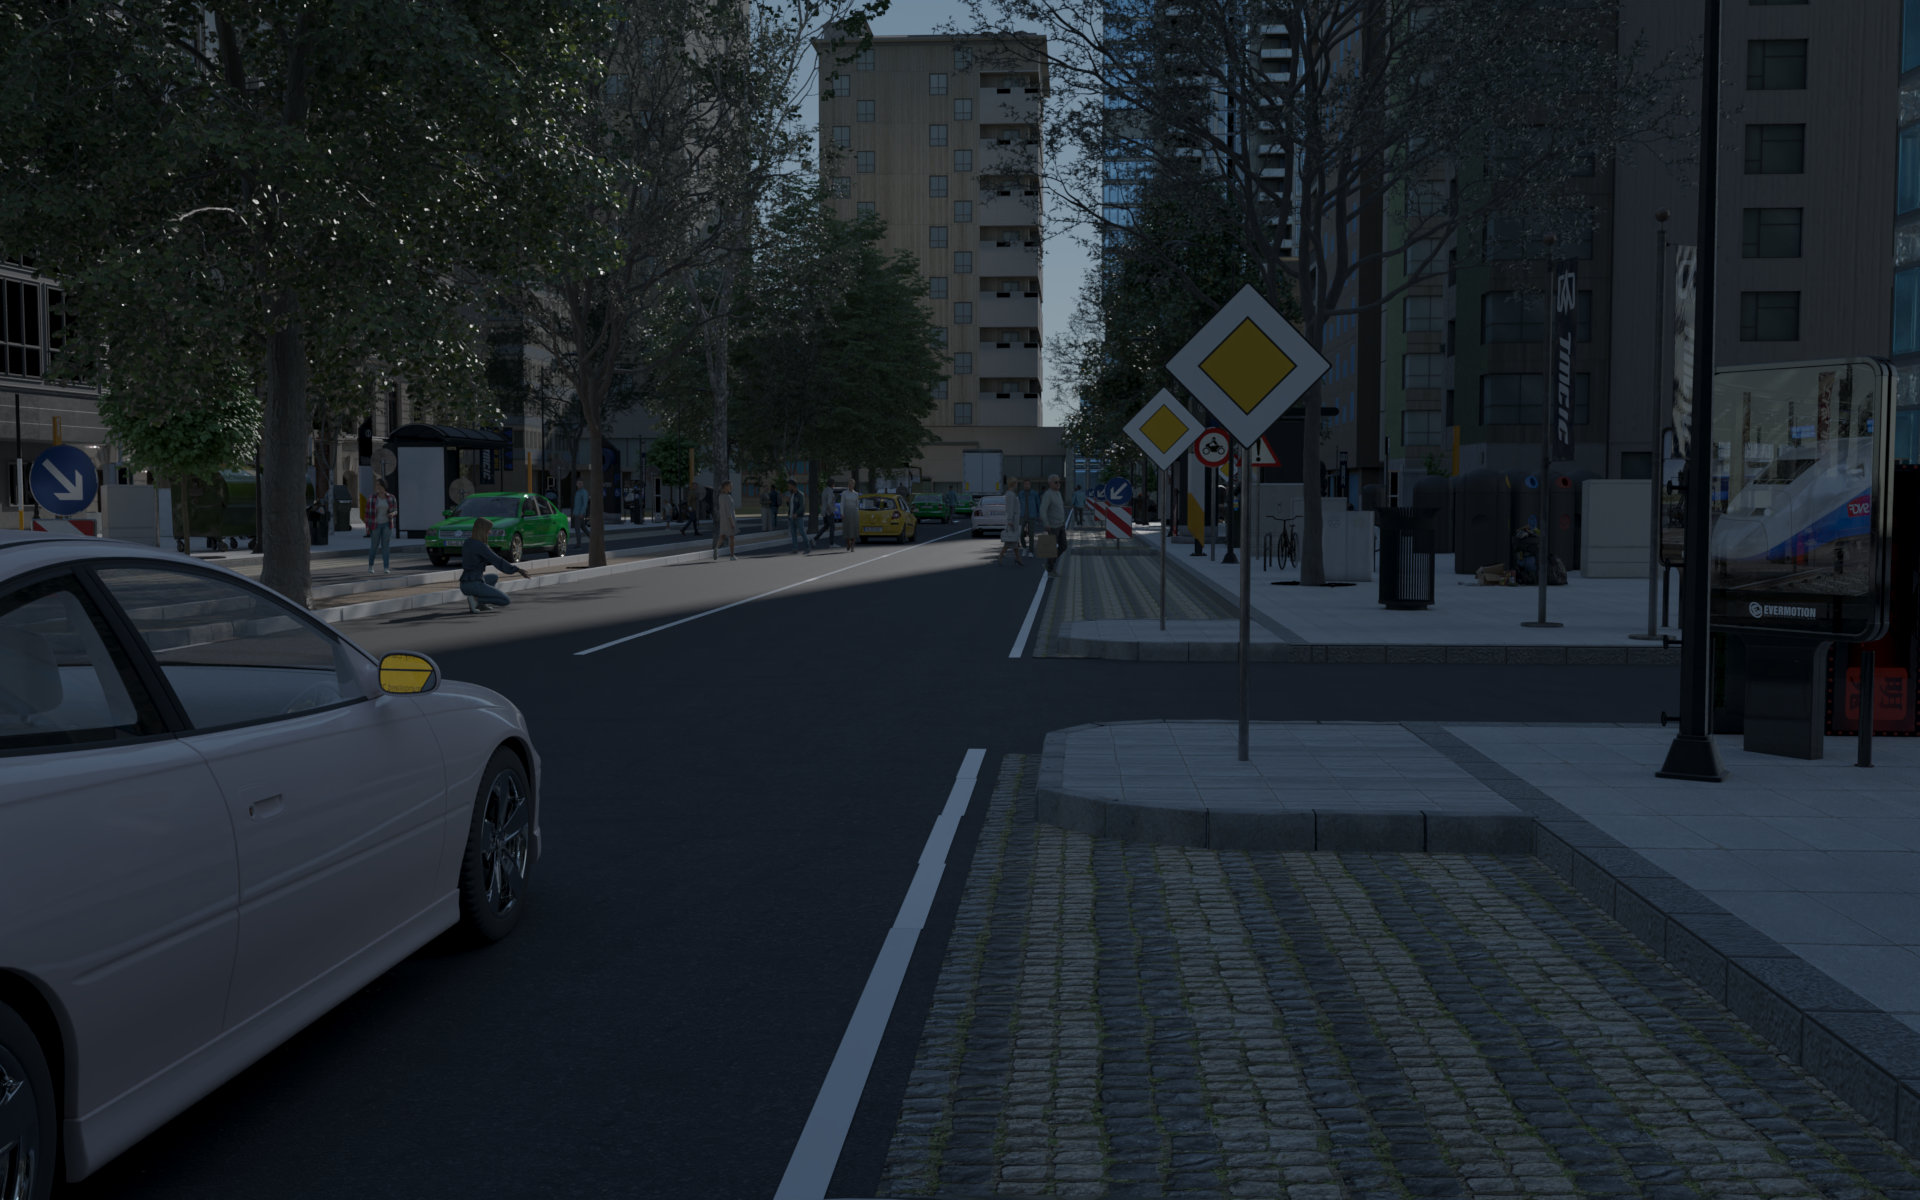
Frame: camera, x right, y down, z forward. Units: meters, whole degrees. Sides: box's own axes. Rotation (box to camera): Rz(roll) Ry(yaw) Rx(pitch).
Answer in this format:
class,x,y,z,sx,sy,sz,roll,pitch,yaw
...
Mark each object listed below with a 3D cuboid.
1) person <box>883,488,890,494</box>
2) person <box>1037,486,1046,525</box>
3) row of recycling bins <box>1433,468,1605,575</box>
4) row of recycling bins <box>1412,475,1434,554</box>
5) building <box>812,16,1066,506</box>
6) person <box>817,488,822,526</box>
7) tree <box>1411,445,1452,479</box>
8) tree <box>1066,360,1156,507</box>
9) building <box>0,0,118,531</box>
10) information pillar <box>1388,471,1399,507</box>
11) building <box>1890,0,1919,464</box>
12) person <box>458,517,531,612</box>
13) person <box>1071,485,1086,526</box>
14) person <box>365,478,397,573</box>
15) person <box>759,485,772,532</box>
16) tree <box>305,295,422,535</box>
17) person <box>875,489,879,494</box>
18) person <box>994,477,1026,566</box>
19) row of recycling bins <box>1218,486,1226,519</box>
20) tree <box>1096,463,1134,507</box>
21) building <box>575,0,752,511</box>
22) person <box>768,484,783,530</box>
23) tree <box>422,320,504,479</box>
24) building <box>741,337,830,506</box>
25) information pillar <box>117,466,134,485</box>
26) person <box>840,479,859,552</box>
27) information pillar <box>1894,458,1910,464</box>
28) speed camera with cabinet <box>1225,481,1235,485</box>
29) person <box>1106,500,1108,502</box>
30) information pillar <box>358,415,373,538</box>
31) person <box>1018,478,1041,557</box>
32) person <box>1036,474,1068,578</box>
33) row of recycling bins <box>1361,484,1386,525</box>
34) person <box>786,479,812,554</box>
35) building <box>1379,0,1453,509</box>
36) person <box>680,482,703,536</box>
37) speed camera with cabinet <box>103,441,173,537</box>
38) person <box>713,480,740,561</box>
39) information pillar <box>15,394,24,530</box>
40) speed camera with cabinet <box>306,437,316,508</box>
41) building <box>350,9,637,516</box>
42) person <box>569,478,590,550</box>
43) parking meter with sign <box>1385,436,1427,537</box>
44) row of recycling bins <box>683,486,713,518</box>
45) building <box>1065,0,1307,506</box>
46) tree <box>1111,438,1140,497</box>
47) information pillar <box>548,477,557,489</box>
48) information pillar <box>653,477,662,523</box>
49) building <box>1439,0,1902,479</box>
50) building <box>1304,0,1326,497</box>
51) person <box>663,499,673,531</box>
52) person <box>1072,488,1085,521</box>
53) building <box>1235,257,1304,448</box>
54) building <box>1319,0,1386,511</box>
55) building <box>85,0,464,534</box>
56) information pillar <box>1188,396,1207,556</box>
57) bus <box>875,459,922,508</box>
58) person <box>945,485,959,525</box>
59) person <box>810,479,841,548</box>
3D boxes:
class,x,y,z,sx,sy,sz,roll,pitch,yaw
person,-4.639,-6.124,108.612,1.348,1.826,0.705,0,4,2
person,3.802,-4.356,79.708,0.713,1.824,0.794,-2,4,-35
row of recycling bins,9.419,-1.315,28.621,3.534,1.692,1.069,-3,4,-37
row of recycling bins,11.350,-1.912,38.367,3.534,1.692,1.069,-3,4,-38
building,-1.398,-37.352,199.935,27.495,52.752,28.713,0,4,4
person,-6.381,-4.139,76.420,0.600,1.795,0.529,3,5,43
tree,18.590,-4.533,68.718,1.663,3.219,1.824,0,3,0
tree,9.912,-10.029,98.394,7.601,10.594,8.767,2,4,23
building,-33.206,-15.146,41.148,14.314,27.812,24.014,0,4,4
information pillar,13.754,-3.089,54.999,0.304,2.012,0.304,0,4,5
building,66.832,-31.823,139.915,30.456,49.044,23.786,0,4,4
person,-5.835,-0.445,21.282,0.738,1.151,1.012,-3,5,-40
person,4.987,-3.914,72.520,0.660,1.820,0.620,-2,4,-25
person,-10.498,-1.350,31.407,0.563,1.720,0.643,-2,4,-25
person,-6.812,-3.179,61.034,0.362,1.759,0.519,2,4,35
tree,-19.585,-6.334,53.915,4.360,8.622,3.978,0,3,0
person,-4.669,-5.330,96.582,0.436,1.711,0.756,1,4,22
person,1.008,-1.584,34.746,0.624,1.780,0.694,0,4,6
row of recycling bins,12.882,-4.712,84.151,1.069,1.692,3.534,-3,5,-42
tree,13.763,-10.339,152.764,4.285,4.588,4.351,0,3,0
building,-32.664,-33.932,144.029,27.495,52.752,28.713,0,4,4
person,-7.486,-3.707,69.101,0.794,1.824,0.713,-1,4,-16
tree,-21.060,-7.477,72.615,4.360,8.622,3.978,0,3,0
building,-29.555,-21.859,202.431,28.899,21.520,27.650,0,4,4
information pillar,-21.809,-2.495,45.289,0.304,2.012,0.304,0,4,-2
person,-2.729,-2.096,42.991,0.478,1.798,0.641,0,4,-1
information pillar,19.248,-1.901,35.573,0.304,2.012,0.304,-2,4,-30
speed camera with cabinet,14.882,-5.876,90.408,2.038,3.252,0.660,1,4,17
person,14.482,-9.679,170.009,1.065,1.426,0.557,-3,5,-41
information pillar,-17.499,-3.651,51.051,0.183,3.616,0.504,2,4,27
person,1.542,-1.863,39.305,0.601,1.785,0.444,1,4,14
person,1.538,-1.264,29.646,0.515,1.767,0.782,2,4,29
row of recycling bins,17.510,-4.008,72.650,1.069,1.692,3.534,1,4,21
person,-3.904,-1.986,41.318,0.623,1.781,0.721,3,4,38
building,27.274,-24.387,82.327,14.154,41.232,14.086,0,4,4
person,-9.236,-3.132,59.624,0.836,1.842,0.656,-2,4,-25
speed camera with cabinet,-24.148,-3.476,51.168,0.660,3.252,2.038,3,5,43
person,-5.011,-1.706,37.145,0.466,1.731,0.760,1,4,22
information pillar,-22.083,-3.017,40.678,0.183,3.616,0.504,-2,4,-27
speed camera with cabinet,-22.856,-4.028,60.198,0.660,3.252,2.038,-2,4,-29
building,-37.182,-25.321,105.887,32.217,40.220,23.993,0,4,4
person,-9.660,-2.207,44.440,0.748,1.841,0.638,-1,4,-18
parking meter with sign,13.717,-3.423,52.227,1.738,3.016,0.543,1,4,18
row of recycling bins,-13.711,-5.159,91.470,1.069,1.692,3.534,1,4,11
building,27.548,-53.873,193.498,31.000,86.520,22.319,0,4,4
tree,11.075,-9.843,111.292,4.360,8.622,3.978,0,3,0
information pillar,-17.411,-4.254,74.041,0.304,2.012,0.304,1,4,13
information pillar,-13.334,-4.395,76.343,0.304,2.012,0.304,-1,4,-20
building,23.779,-17.588,59.264,14.160,30.474,14.107,0,4,4
building,32.323,-41.326,113.925,20.563,71.187,20.611,0,4,4
person,-11.286,-3.289,66.956,0.352,1.250,0.332,-1,4,-9
person,6.402,-5.144,93.054,0.683,1.767,0.568,-2,4,-32
building,37.464,-18.032,139.857,27.650,21.520,28.899,0,4,4
building,28.247,-27.312,96.666,14.600,45.320,14.200,0,4,4
building,-31.620,-15.378,70.517,14.460,24.649,34.723,0,4,4
information pillar,4.874,-2.709,35.640,0.183,3.616,0.504,3,5,43
bus,-4.288,-7.876,120.318,2.896,3.916,12.252,0,4,3
person,-0.440,-4.478,81.581,0.638,1.841,0.748,2,4,33
person,-3.582,-2.315,46.202,0.795,1.843,0.661,-1,4,-20
